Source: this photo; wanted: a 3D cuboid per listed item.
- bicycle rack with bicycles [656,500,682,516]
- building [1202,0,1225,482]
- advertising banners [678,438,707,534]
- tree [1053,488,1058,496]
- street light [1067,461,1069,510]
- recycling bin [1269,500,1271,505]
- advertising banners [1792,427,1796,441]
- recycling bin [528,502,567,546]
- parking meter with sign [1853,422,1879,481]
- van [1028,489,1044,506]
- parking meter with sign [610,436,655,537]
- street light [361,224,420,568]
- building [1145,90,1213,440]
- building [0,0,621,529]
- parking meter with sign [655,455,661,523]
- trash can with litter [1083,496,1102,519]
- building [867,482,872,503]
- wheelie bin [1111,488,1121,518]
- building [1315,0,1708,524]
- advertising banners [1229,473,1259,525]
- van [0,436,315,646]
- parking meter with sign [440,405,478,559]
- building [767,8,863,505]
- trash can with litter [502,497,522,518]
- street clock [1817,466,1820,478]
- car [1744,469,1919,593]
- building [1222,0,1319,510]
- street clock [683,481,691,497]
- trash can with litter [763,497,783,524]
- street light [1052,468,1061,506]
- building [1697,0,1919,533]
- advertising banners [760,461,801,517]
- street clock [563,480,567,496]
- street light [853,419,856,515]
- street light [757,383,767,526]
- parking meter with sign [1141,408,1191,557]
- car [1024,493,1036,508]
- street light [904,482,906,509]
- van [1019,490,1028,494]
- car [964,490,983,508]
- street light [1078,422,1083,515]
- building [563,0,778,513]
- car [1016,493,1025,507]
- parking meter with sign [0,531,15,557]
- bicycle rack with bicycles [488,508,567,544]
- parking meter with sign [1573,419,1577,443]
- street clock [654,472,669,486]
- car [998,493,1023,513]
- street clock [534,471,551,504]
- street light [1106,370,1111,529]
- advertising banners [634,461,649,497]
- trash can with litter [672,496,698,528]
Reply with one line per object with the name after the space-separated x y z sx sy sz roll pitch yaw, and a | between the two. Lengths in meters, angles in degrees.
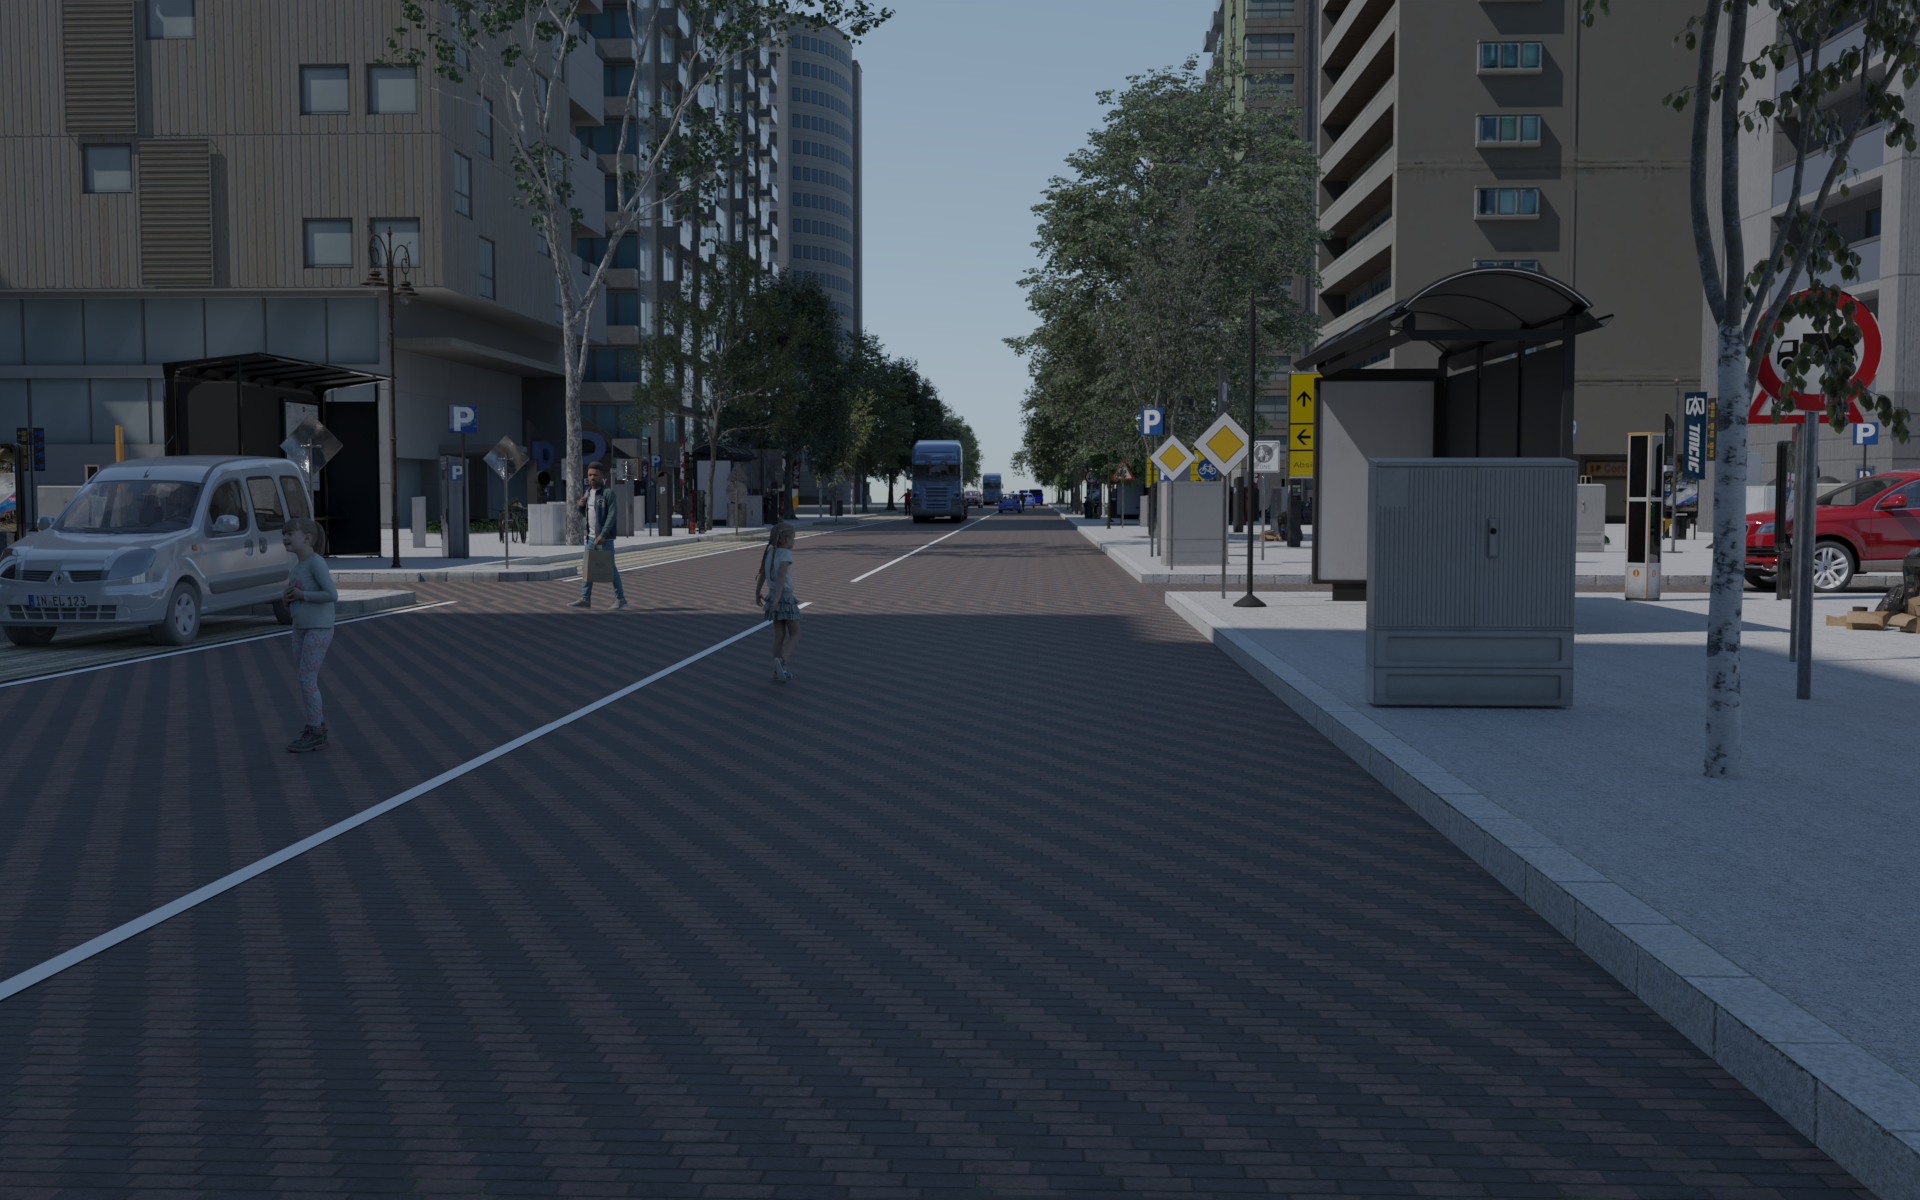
-17.121 -5.511 103.491 2.852 0.926 2.925 3 5 40 | bicycle rack with bicycles
33.062 -32.561 151.977 23.786 49.044 30.456 0 4 2 | building
-8.581 -3.625 55.459 0.090 3.025 2.074 1 4 16 | advertising banners
14.723 -18.785 257.494 4.737 8.622 4.395 0 3 0 | tree
8.679 -10.185 139.308 0.468 5.910 1.993 0 4 2 | street light
14.019 -3.872 75.865 0.722 1.027 0.722 -2 4 -27 | recycling bin
21.311 -3.012 45.431 0.090 3.025 2.074 -2 4 -32 | advertising banners
-10.321 -1.881 43.316 0.722 1.027 0.722 1 4 11 | recycling bin
22.411 -2.848 42.819 0.543 3.016 1.738 2 4 31 | parking meter with sign
9.251 -12.800 213.660 2.240 2.365 5.245 0 4 1 | van
-10.183 -3.422 52.205 1.738 3.016 0.543 -1 4 -10 | parking meter with sign
-9.825 -3.500 30.009 0.468 5.910 1.993 0 4 2 | street light
38.198 -38.797 223.566 28.713 52.752 27.495 0 4 2 | building
-31.265 -29.661 74.199 28.713 52.752 27.495 0 4 2 | building
-13.949 -4.970 77.527 0.543 3.016 1.738 -2 4 -32 | parking meter with sign
6.816 -4.727 88.668 1.055 1.170 0.624 3 5 43 | trash can with litter
-28.984 -33.541 240.271 32.217 40.220 23.993 0 4 2 | building
8.296 -5.102 91.325 0.980 1.594 0.693 2 4 30 | wheelie bin
29.496 -28.054 82.390 21.300 48.544 21.600 0 4 2 | building
11.550 -4.581 71.086 0.090 3.025 2.074 -3 4 -38 | advertising banners
-8.042 -0.647 17.590 2.013 2.044 4.112 0 4 2 | van
-10.116 -2.355 34.759 0.543 3.016 1.738 -2 4 -27 | parking meter with sign
-23.856 -41.061 213.350 21.231 58.520 28.212 0 4 2 | building
-16.414 -3.135 62.647 0.624 1.170 1.055 3 4 38 | trash can with litter
21.425 -2.384 43.556 0.358 2.002 0.471 1 4 13 | street clock
13.948 -1.028 25.479 5.304 1.827 2.281 0 4 1 | car
26.608 -27.314 130.185 14.154 41.232 14.086 0 4 2 | building
-14.733 -5.455 93.765 0.358 2.002 0.471 2 4 30 | street clock
-8.059 -3.830 74.000 0.624 1.170 1.055 2 4 34 | trash can with litter
12.383 -15.285 222.697 0.468 5.910 1.993 0 4 2 | street light
38.658 -30.931 47.715 28.212 58.520 21.231 0 4 2 | building
-9.497 -5.902 92.691 2.074 3.025 0.090 -1 4 -13 | advertising banners
-14.943 -3.778 66.339 0.471 2.002 0.358 2 4 32 | street clock
-6.470 -8.174 106.427 0.468 5.910 1.993 0 4 2 | street light
-8.048 -5.958 70.195 0.468 5.910 1.993 0 4 2 | street light
4.455 -2.420 35.829 0.543 3.016 1.738 3 5 41 | parking meter with sign
6.887 -10.352 178.850 1.945 1.707 3.694 0 4 2 | car
-4.679 -10.685 147.488 0.468 5.910 1.993 0 4 2 | street light
9.549 -15.255 253.797 2.240 2.365 5.245 0 4 4 | van
1.246 -10.270 176.590 2.281 1.827 5.304 0 4 4 | car
7.290 -8.011 103.765 0.468 5.910 1.993 0 4 2 | street light
-28.094 -32.487 150.766 23.786 49.044 30.456 0 4 2 | building
6.263 -11.022 189.808 1.945 1.707 3.694 0 4 2 | car
-11.623 -1.417 19.421 1.738 3.016 0.543 -1 4 -15 | parking meter with sign
-11.184 -1.976 45.684 2.852 0.926 2.925 0 4 -5 | bicycle rack with bicycles
13.526 -2.722 40.763 1.738 3.016 0.543 2 4 31 | parking meter with sign
-9.583 -3.130 55.739 0.471 2.002 0.358 -3 5 -40 | street clock
3.794 -7.402 130.610 1.945 1.707 3.694 0 4 4 | car
-13.090 -3.044 54.340 0.471 2.002 0.358 -3 5 -44 | street clock
5.476 -5.553 63.581 0.468 5.910 1.993 0 4 2 | street light
-17.406 -5.893 92.533 2.074 3.025 0.090 2 4 28 | advertising banners
-10.376 -3.343 65.721 1.678 1.210 2.233 -1 4 -17 | trash can with litter
